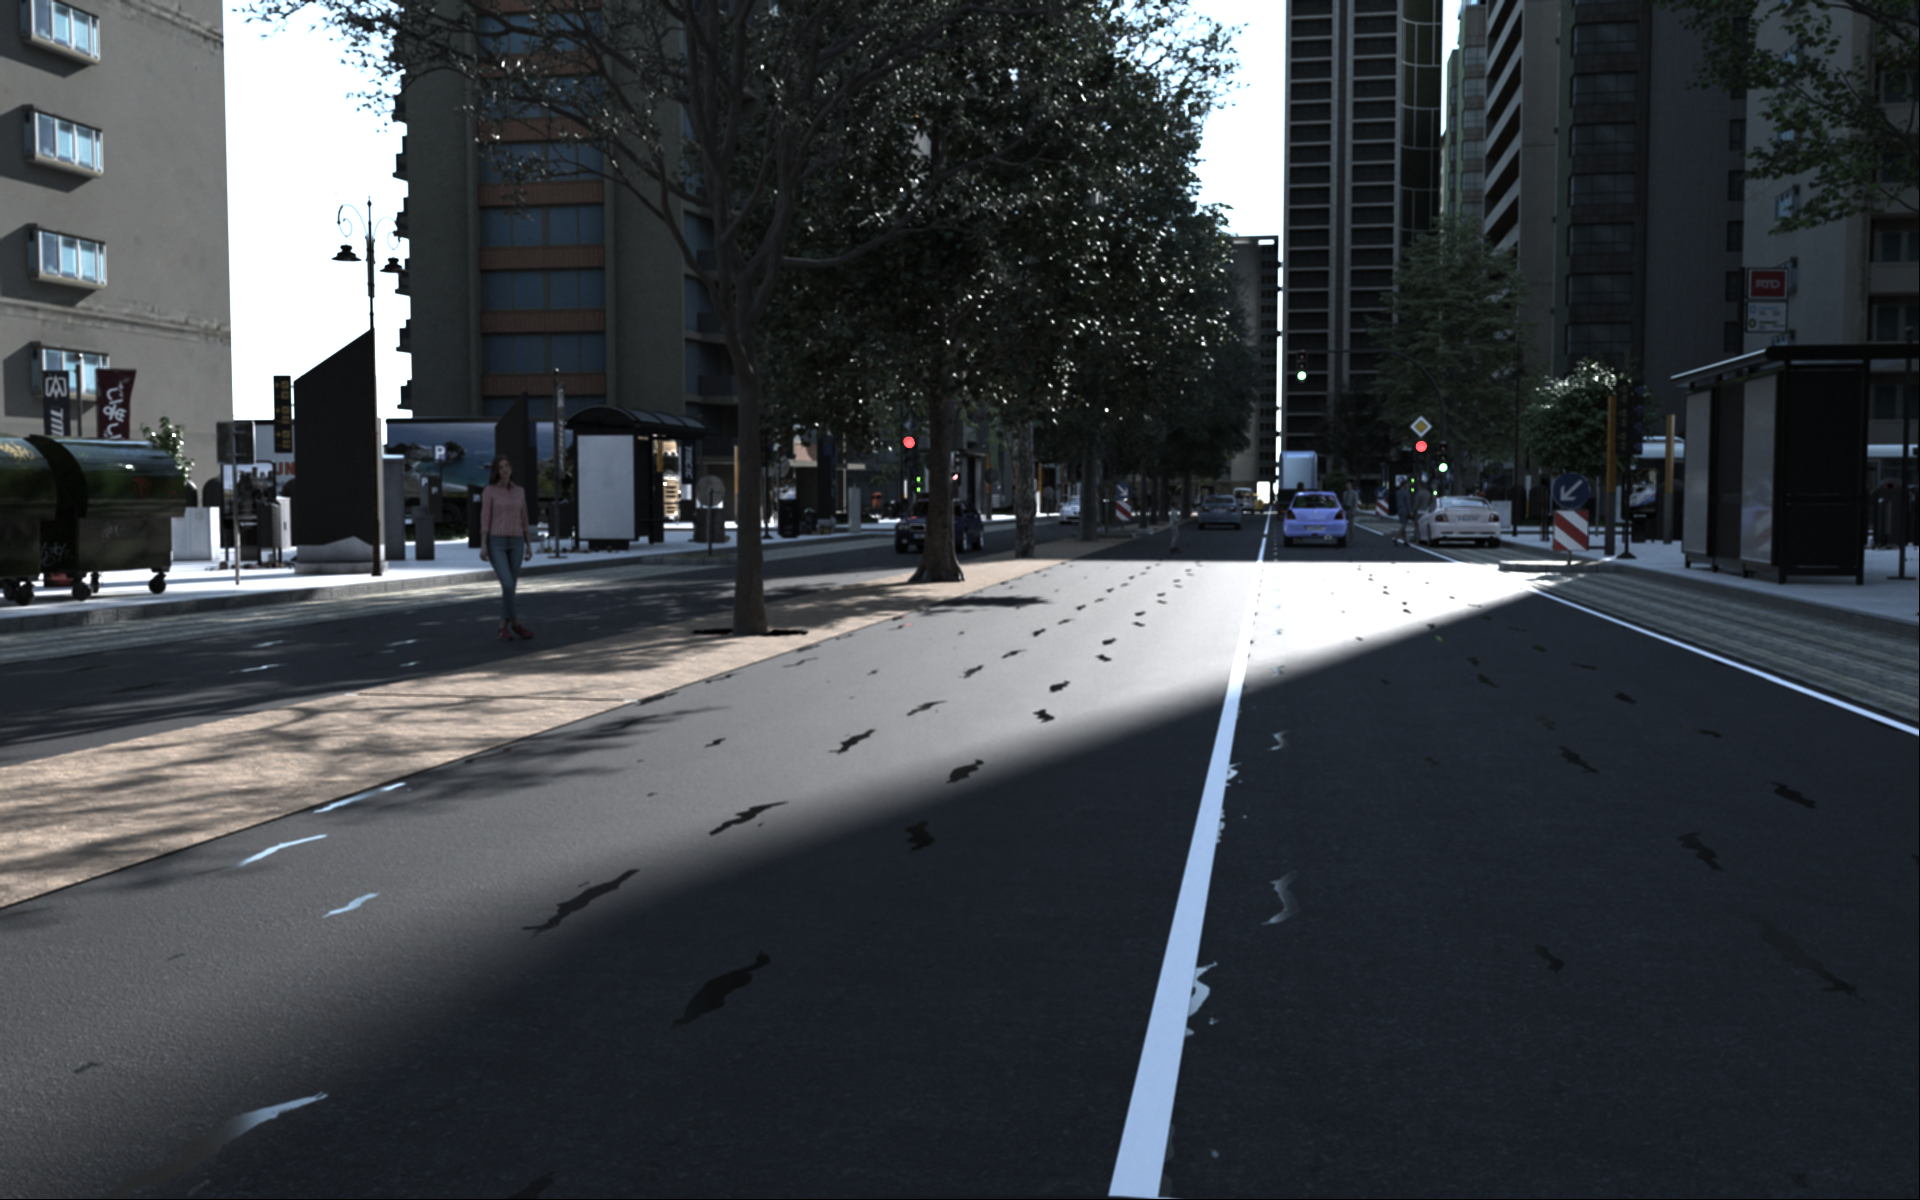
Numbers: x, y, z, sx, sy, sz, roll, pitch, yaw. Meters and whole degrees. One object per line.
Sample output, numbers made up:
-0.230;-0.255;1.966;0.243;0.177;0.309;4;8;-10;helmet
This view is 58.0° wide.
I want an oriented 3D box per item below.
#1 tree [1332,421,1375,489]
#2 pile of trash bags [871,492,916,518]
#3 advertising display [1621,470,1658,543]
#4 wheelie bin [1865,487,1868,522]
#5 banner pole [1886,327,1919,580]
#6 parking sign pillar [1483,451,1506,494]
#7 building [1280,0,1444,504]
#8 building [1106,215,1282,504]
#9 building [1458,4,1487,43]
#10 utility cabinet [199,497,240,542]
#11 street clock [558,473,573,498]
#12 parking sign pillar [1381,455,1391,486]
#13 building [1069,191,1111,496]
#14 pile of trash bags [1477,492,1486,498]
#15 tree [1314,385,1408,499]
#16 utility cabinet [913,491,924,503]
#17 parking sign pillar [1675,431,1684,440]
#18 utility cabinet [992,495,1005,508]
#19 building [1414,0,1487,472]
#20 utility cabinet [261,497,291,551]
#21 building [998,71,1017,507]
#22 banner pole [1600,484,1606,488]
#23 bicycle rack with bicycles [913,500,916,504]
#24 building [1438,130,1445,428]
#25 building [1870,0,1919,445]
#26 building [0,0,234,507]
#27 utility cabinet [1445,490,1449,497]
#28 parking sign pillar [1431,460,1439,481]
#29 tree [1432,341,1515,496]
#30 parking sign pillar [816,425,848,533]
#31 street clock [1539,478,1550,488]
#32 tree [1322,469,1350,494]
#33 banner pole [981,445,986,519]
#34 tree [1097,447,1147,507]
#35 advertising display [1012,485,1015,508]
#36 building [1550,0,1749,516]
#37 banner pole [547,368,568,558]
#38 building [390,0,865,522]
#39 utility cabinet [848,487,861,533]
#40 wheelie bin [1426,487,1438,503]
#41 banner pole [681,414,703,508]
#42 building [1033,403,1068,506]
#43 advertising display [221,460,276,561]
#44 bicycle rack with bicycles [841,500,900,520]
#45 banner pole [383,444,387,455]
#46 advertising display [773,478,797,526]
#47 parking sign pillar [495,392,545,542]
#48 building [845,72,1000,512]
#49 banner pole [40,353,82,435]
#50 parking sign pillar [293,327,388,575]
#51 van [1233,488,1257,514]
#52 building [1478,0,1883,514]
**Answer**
35.989;-12.688;157.814;4.360;8.622;3.978;0;3;0;tree
-3.496;-5.112;93.326;1.912;1.369;3.447;3;5;41;pile of trash bags
17.868;-2.468;45.570;0.974;1.923;0.123;-1;4;-10;advertising display
16.722;-1.527;32.876;0.693;1.594;0.980;-1;4;-22;wheelie bin
14.427;-2.198;25.961;0.863;3.779;0.401;1;4;11;banner pole
32.652;-7.178;105.837;1.447;3.967;1.447;-1;4;-15;parking sign pillar
53.951;-48.639;233.507;20.611;71.187;20.563;1;4;10;building
33.149;-33.814;244.733;23.993;40.220;32.217;1;4;10;building
49.316;-28.396;147.865;14.154;41.232;14.086;1;4;10;building
-19.679;-2.139;46.128;1.020;1.237;0.306;0;4;2;utility cabinet
-13.465;-3.340;59.185;0.471;2.002;0.358;0;4;8;street clock
29.204;-7.925;118.038;1.447;3.967;1.447;-1;4;-15;parking sign pillar
9.585;-37.833;242.276;21.600;48.544;21.300;1;4;10;building
22.388;-3.999;75.136;1.912;1.369;3.447;0;4;5;pile of trash bags
34.203;-13.040;147.615;8.767;10.594;7.601;1;4;21;tree
-2.590;-6.540;115.606;1.173;1.500;0.318;2;4;29;utility cabinet
28.738;-4.982;69.928;1.447;3.967;1.447;2;4;29;parking sign pillar
2.922;-7.157;128.182;0.306;1.237;1.020;2;4;35;utility cabinet
61.098;-53.177;182.118;22.319;86.520;31.000;1;4;10;building
-15.579;-1.729;39.438;0.306;1.237;1.020;0;4;1;utility cabinet
-5.466;-51.598;156.291;22.319;86.520;31.000;1;4;10;building
30.072;-5.523;80.324;0.401;3.779;0.863;-3;4;-38;banner pole
-2.813;-5.288;99.849;2.852;0.926;2.925;-2;4;-26;bicycle rack with bicycles
78.896;-39.418;233.718;27.495;52.752;28.713;1;4;10;building
46.222;-27.557;74.262;21.600;48.544;21.300;1;4;10;building
-34.565;-25.672;43.441;21.600;48.544;21.300;1;4;10;building
26.622;-5.269;94.830;0.318;1.500;1.173;-1;4;-20;utility cabinet
26.607;-6.617;96.666;1.447;3.967;1.447;2;4;25;parking sign pillar
23.248;-7.901;79.551;4.360;8.622;3.978;0;3;0;tree
-4.441;-4.233;57.688;1.447;3.967;1.447;0;4;5;parking sign pillar
26.573;-4.541;78.819;0.358;2.002;0.471;-2;4;-24;street clock
44.465;-13.553;205.300;4.285;4.588;4.351;0;3;0;tree
1.225;-6.078;89.389;0.401;3.779;0.863;0;4;5;banner pole
21.173;-16.232;199.800;7.601;10.594;8.767;3;5;42;tree
4.058;-7.218;123.230;0.123;1.923;0.974;-2;4;-33;advertising display
39.386;-19.721;94.140;14.160;30.474;14.107;1;4;10;building
-7.961;-2.715;34.414;0.401;3.779;0.863;-2;4;-29;banner pole
-17.637;-26.830;93.296;22.147;44.769;28.867;1;4;10;building
-3.451;-2.946;56.841;0.318;1.500;1.173;-1;4;-10;utility cabinet
21.141;-4.274;77.784;0.693;1.594;0.980;2;4;27;wheelie bin
-8.363;-3.940;54.435;0.863;3.779;0.401;-1;4;-18;banner pole
-1.079;-37.073;195.375;27.495;52.752;28.713;1;4;10;building
-13.630;-1.713;33.218;0.974;1.923;0.123;-1;4;-14;advertising display
-4.522;-4.494;86.866;2.925;0.926;2.852;0;4;1;bicycle rack with bicycles
-25.163;-5.248;75.821;0.863;3.779;0.401;0;4;1;banner pole
-6.932;-3.885;68.736;0.974;1.923;0.123;1;4;12;advertising display
-11.861;-3.537;46.296;1.447;3.967;1.447;3;5;40;parking sign pillar
-5.092;-27.025;125.449;14.154;41.232;14.086;1;4;10;building
-15.908;-2.499;30.874;0.863;3.779;0.401;0;4;-3;banner pole
-10.083;-2.425;28.113;1.447;3.967;1.447;0;4;-3;parking sign pillar
20.550;-7.255;125.636;2.013;2.044;4.112;1;4;10;van
48.845;-30.414;120.977;21.300;48.544;21.600;1;4;10;building
